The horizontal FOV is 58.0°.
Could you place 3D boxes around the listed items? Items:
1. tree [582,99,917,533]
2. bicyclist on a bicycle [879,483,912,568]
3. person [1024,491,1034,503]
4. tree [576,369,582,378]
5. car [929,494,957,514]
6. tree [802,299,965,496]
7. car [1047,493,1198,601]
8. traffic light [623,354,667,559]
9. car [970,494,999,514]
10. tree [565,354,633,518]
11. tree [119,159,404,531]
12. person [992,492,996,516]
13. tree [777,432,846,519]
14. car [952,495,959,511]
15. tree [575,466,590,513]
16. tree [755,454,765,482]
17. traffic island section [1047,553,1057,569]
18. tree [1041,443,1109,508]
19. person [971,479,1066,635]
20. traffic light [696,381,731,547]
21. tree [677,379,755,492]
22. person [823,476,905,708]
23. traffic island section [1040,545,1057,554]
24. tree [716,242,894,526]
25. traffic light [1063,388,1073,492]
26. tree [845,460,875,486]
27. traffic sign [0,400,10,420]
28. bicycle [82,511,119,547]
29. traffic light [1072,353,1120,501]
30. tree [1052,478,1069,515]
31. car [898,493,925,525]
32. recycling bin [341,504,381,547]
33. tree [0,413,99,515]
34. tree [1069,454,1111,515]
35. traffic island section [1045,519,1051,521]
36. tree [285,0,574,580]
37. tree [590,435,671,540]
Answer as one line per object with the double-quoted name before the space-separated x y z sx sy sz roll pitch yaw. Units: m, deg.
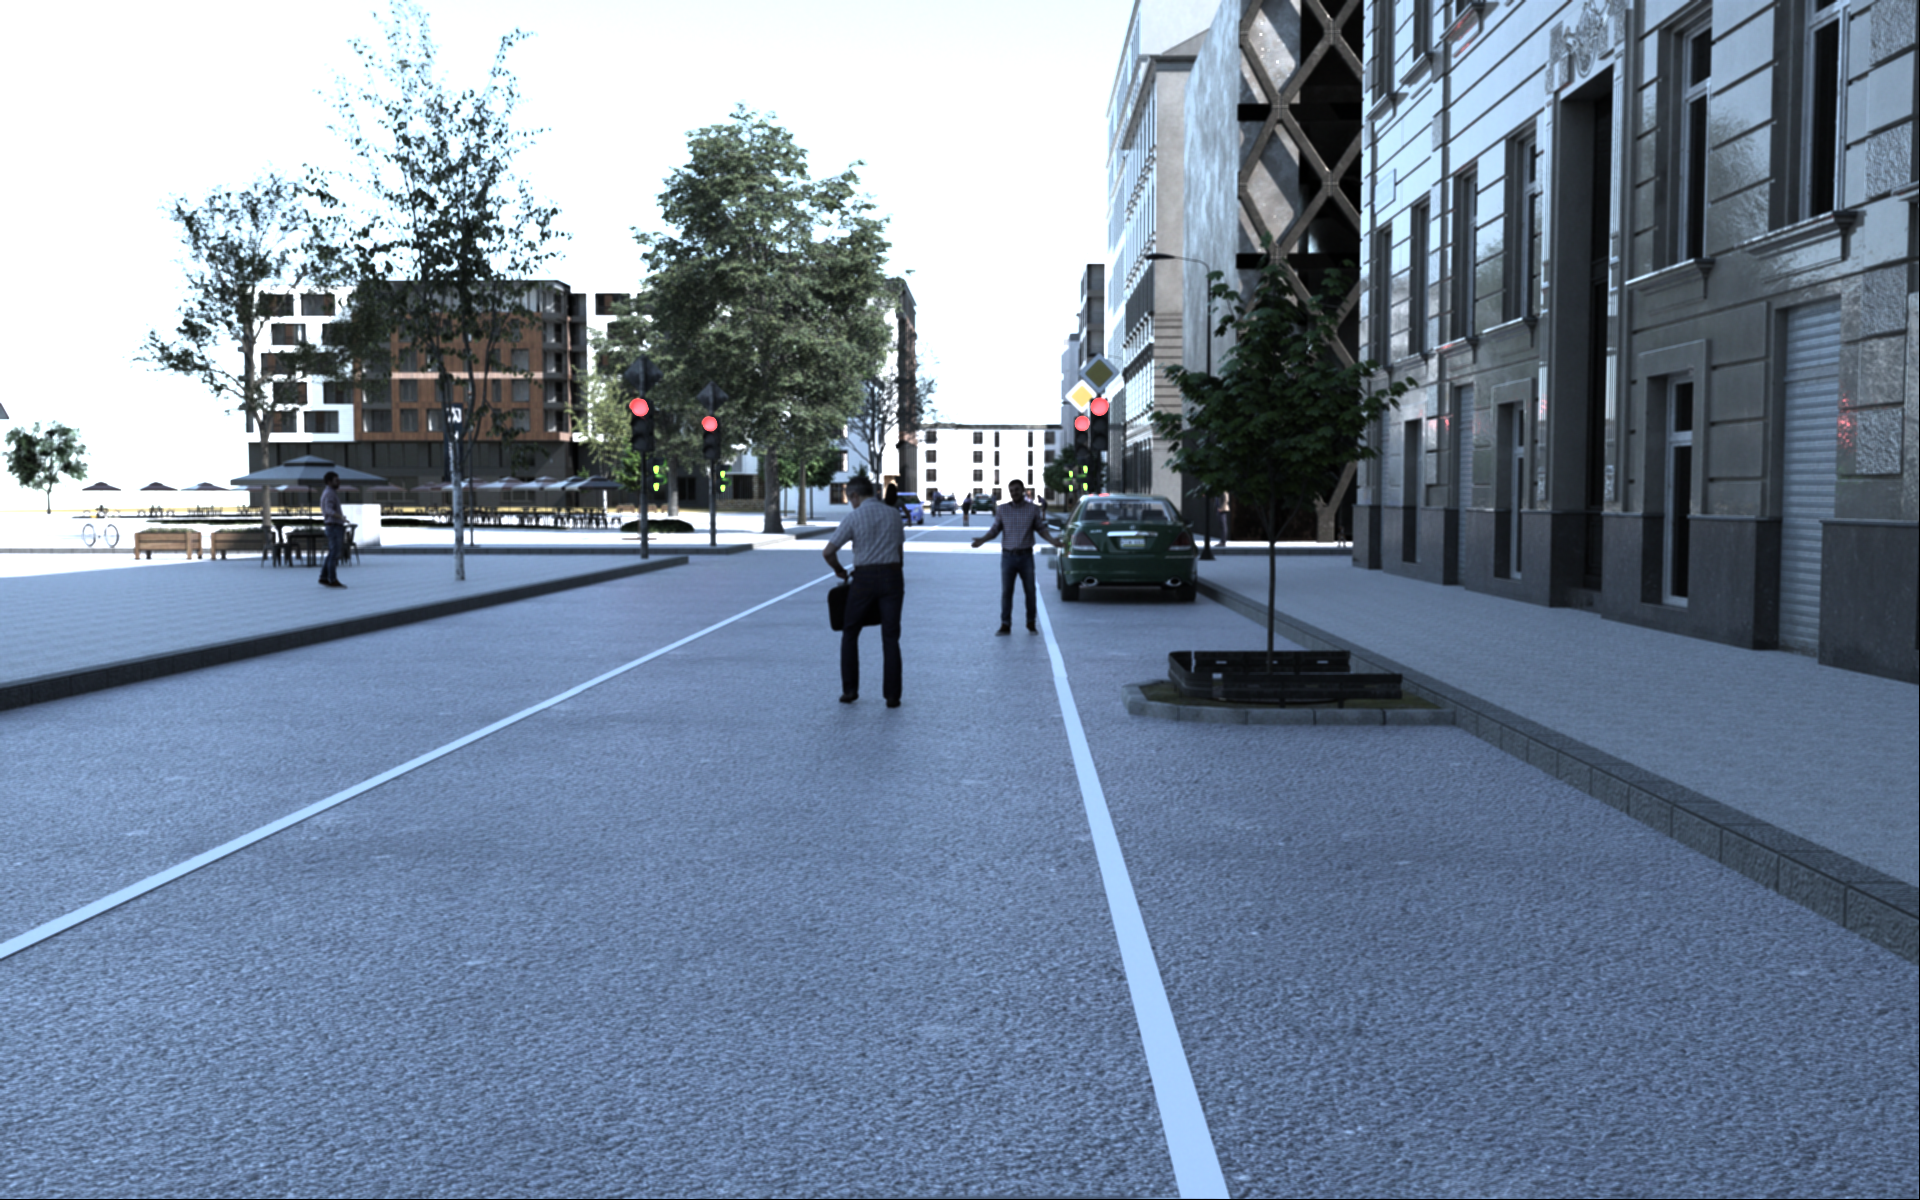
"tree" -6.144 -9.164 56.484 9.857 13.997 8.962 0 3 0
"bicyclist on a bicycle" -1.121 -1.127 28.440 1.499 1.676 1.625 0 4 2
"person" 2.808 -3.688 70.859 0.319 1.574 0.516 3 5 42
"tree" -16.355 -11.682 97.664 9.857 13.997 8.962 0 3 0
"car" -1.191 -6.840 123.834 2.014 1.417 4.499 0 4 1
"tree" -5.281 -12.162 109.224 12.009 13.543 11.850 0 3 0
"car" 2.310 -0.784 24.618 2.131 1.459 4.920 0 4 2
"traffic light" -6.252 -2.756 34.307 0.839 4.213 0.868 0 4 2
"car" 1.748 -6.956 125.531 2.131 1.459 4.920 0 4 4
"tree" -18.674 -8.596 90.907 4.737 8.622 4.395 0 3 0
"tree" -18.913 -6.919 47.546 8.767 10.594 7.601 1 4 15
"person" 2.184 -6.175 111.527 0.319 1.574 0.516 0 4 -5
"tree" -7.547 -6.436 88.949 4.285 4.588 4.351 0 3 0
"car" -1.069 -8.472 151.105 1.945 1.354 3.894 0 4 1
"tree" -25.473 -7.473 116.786 1.663 3.219 1.824 0 3 0
"tree" -9.613 -6.843 95.598 4.285 4.588 4.351 0 3 0
"traffic island section" 2.745 -0.728 34.183 2.009 0.180 2.903 0 4 2
"tree" 6.874 -7.115 100.047 4.285 4.588 4.351 0 3 0
"person" 0.579 -0.438 17.618 0.963 1.587 0.435 0 4 -3
"traffic light" -6.027 -3.244 42.289 0.839 4.213 0.868 0 4 2
"tree" -12.817 -8.583 90.688 4.360 8.622 3.978 0 3 0
"person" -0.657 -0.065 11.782 0.614 1.554 0.590 -2 4 -25
"traffic island section" 2.970 -1.216 42.165 2.009 0.180 2.903 0 4 2
"tree" -6.338 -8.876 70.879 9.928 11.665 9.643 0 3 0
"traffic light" 2.931 -3.230 42.053 0.839 4.213 0.868 0 4 2
"tree" -5.676 -6.440 99.901 1.663 3.219 1.824 0 3 0
"traffic sign" -7.272 -0.764 12.500 0.884 2.594 0.081 0 4 7
"bicycle" -20.889 -1.763 42.038 1.543 0.972 0.635 2 4 31
"traffic light" 2.706 -2.742 34.071 0.839 4.213 0.868 0 4 2
"tree" 7.080 -6.888 107.216 1.663 3.219 1.824 0 3 0
"car" -2.607 -4.447 82.307 1.945 1.707 3.694 0 4 0
"recycling bin" -14.589 -1.808 42.122 0.722 1.027 0.722 1 4 12
"tree" -60.054 -8.440 100.892 11.467 7.101 20.602 0 4 3
"tree" 6.501 -5.480 84.192 1.663 3.219 1.824 0 3 0
"traffic island section" 4.423 -4.336 93.753 1.991 0.108 1.994 0 4 2
"tree" -7.497 -4.588 25.377 4.360 8.622 3.978 0 3 0
"tree" -9.082 -3.284 48.303 1.663 3.219 1.824 0 3 0
